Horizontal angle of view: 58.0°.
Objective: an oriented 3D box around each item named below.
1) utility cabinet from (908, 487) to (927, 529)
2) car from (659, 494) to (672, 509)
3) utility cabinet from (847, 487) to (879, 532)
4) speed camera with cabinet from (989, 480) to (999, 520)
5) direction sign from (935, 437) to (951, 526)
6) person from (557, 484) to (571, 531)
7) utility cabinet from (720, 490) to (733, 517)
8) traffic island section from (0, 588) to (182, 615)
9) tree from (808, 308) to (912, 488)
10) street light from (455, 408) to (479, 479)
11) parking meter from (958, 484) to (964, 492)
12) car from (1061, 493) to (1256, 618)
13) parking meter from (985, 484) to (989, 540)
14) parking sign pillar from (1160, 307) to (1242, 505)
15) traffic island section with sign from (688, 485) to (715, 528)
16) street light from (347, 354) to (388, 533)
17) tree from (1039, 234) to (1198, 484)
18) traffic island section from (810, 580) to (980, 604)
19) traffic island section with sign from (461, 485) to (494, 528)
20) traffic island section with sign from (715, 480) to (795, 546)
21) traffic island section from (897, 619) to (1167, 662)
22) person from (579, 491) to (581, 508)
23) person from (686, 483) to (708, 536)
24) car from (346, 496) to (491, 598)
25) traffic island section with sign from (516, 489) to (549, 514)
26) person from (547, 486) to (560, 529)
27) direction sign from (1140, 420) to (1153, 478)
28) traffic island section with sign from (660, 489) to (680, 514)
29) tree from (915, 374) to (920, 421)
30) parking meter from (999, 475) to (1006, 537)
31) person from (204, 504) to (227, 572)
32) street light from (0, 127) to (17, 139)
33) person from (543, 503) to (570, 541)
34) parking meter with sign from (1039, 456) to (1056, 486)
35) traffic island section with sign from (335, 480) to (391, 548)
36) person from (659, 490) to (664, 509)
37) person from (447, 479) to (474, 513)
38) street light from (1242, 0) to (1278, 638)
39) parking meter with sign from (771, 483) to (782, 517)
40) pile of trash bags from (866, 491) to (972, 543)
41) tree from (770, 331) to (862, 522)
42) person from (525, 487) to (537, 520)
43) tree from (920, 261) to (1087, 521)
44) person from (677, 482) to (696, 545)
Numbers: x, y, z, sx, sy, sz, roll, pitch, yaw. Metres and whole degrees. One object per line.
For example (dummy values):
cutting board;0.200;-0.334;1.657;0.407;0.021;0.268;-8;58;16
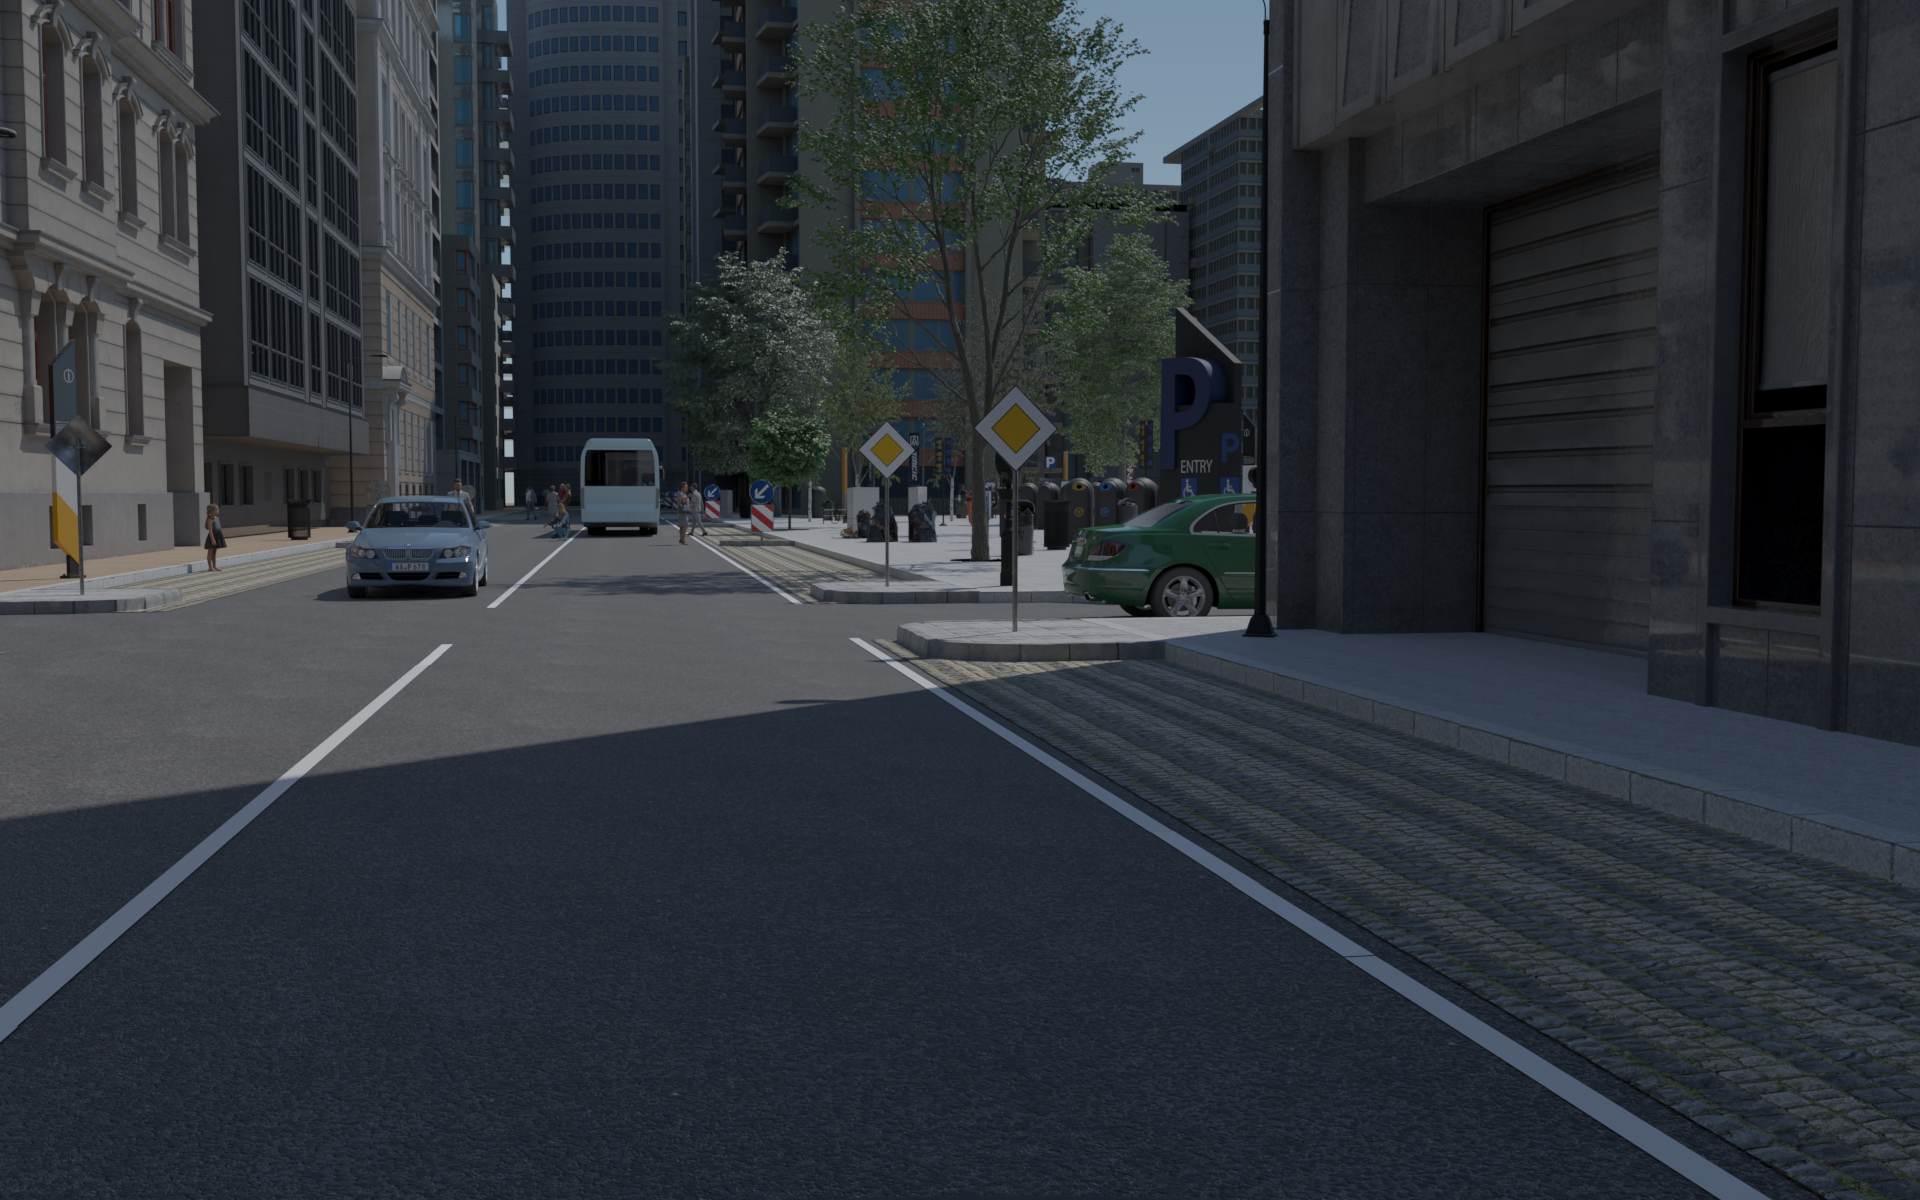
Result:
utility cabinet;-1.295;-2.681;52.515;0.318;1.500;1.173;1;4;12
car;-27.610;-9.273;160.411;1.959;1.807;4.718;-1;4;-11
utility cabinet;-3.218;-2.983;57.446;0.318;1.500;1.173;3;5;44
speed camera with cabinet;1.570;-5.650;86.711;2.038;3.252;0.660;0;4;-4
direction sign;-0.669;-4.731;69.342;0.379;3.537;0.876;3;5;44
person;-15.389;-3.608;67.463;0.580;1.828;0.573;1;4;10
utility cabinet;-12.753;-5.258;94.654;0.318;1.500;1.173;-2;4;-26
traffic island section;-11.192;0.015;22.041;2.009;0.180;2.903;-1;4;-11
tree;-3.972;-7.201;68.092;4.737;8.622;4.395;0;3;0
street light;-26.487;-7.366;92.969;1.470;5.913;1.316;-1;4;-11
parking meter;0.079;-5.731;99.420;0.255;1.863;0.399;1;4;16
car;3.622;-0.486;19.743;4.920;1.459;2.131;-1;4;-9
parking meter;0.481;-1.925;39.881;0.372;1.533;0.369;0;3;0
parking sign pillar;3.398;-2.204;24.509;1.447;3.967;1.447;-2;4;-32
traffic island section with sign;-10.812;-4.036;74.621;1.989;1.847;2.006;-1;4;-11
street light;-19.596;-5.185;57.321;1.470;5.913;1.316;-1;4;-11
tree;7.259;-9.626;75.511;7.486;12.596;7.792;0;3;0
traffic island section;-0.989;-0.106;24.007;2.009;0.180;2.903;-1;4;-11
traffic island section with sign;-20.853;-3.970;73.533;1.989;1.847;2.006;-1;4;-11
traffic island section with sign;-5.674;-2.418;48.158;1.989;1.847;2.006;-1;4;-11
traffic island section;0.531;0.374;16.168;2.009;0.180;2.903;-1;4;-11
person;-32.346;-8.511;148.435;0.721;1.735;1.217;-2;4;-30
person;-8.933;-3.050;58.639;0.850;1.792;0.678;1;4;10
car;-7.947;-0.831;25.585;2.014;1.417;4.499;-1;4;-13
traffic island section with sign;-30.360;-6.969;122.566;1.989;1.847;2.006;-1;4;-11
person;-16.768;-3.852;71.845;0.716;1.782;0.532;0;4;-3
direction sign;5.731;-3.752;53.334;0.379;3.537;0.876;-1;4;-20
traffic island section with sign;-20.404;-7.060;124.056;1.989;1.847;2.006;-1;4;-11
tree;-0.284;-8.041;81.830;4.360;8.622;3.978;0;3;0
parking meter;1.359;-2.827;51.938;0.255;1.863;0.399;-1;4;-21
person;-13.710;-1.145;31.897;0.373;1.253;0.362;1;4;9
street light;-12.654;-3.026;22.011;1.470;5.913;1.316;-1;4;-11
person;-12.257;-2.383;52.955;0.738;1.151;1.012;-2;4;-29
parking meter with sign;4.018;-5.184;81.020;0.543;3.016;1.738;-1;4;-11
traffic island section with sign;-15.633;-2.323;46.603;1.989;1.847;2.006;-1;4;-11
person;-28.402;-9.527;164.136;0.709;1.838;0.599;2;4;33
person;-11.813;-1.959;40.802;0.678;1.792;0.850;-1;4;-19
street light;2.178;-2.619;15.369;1.470;5.913;1.316;-1;4;-11
parking meter with sign;-10.389;-6.231;98.144;0.543;3.016;1.738;0;4;3
pile of trash bags;-0.897;-2.247;46.485;3.447;1.369;1.912;1;4;15
tree;-6.688;-7.898;79.503;4.360;8.622;3.978;0;3;0
person;-23.583;-5.301;95.277;0.850;1.850;0.679;3;4;38
tree;1.720;-6.447;55.774;4.360;8.622;3.978;0;3;0
person;-7.708;-2.436;48.689;0.532;1.782;0.716;0;4;3
